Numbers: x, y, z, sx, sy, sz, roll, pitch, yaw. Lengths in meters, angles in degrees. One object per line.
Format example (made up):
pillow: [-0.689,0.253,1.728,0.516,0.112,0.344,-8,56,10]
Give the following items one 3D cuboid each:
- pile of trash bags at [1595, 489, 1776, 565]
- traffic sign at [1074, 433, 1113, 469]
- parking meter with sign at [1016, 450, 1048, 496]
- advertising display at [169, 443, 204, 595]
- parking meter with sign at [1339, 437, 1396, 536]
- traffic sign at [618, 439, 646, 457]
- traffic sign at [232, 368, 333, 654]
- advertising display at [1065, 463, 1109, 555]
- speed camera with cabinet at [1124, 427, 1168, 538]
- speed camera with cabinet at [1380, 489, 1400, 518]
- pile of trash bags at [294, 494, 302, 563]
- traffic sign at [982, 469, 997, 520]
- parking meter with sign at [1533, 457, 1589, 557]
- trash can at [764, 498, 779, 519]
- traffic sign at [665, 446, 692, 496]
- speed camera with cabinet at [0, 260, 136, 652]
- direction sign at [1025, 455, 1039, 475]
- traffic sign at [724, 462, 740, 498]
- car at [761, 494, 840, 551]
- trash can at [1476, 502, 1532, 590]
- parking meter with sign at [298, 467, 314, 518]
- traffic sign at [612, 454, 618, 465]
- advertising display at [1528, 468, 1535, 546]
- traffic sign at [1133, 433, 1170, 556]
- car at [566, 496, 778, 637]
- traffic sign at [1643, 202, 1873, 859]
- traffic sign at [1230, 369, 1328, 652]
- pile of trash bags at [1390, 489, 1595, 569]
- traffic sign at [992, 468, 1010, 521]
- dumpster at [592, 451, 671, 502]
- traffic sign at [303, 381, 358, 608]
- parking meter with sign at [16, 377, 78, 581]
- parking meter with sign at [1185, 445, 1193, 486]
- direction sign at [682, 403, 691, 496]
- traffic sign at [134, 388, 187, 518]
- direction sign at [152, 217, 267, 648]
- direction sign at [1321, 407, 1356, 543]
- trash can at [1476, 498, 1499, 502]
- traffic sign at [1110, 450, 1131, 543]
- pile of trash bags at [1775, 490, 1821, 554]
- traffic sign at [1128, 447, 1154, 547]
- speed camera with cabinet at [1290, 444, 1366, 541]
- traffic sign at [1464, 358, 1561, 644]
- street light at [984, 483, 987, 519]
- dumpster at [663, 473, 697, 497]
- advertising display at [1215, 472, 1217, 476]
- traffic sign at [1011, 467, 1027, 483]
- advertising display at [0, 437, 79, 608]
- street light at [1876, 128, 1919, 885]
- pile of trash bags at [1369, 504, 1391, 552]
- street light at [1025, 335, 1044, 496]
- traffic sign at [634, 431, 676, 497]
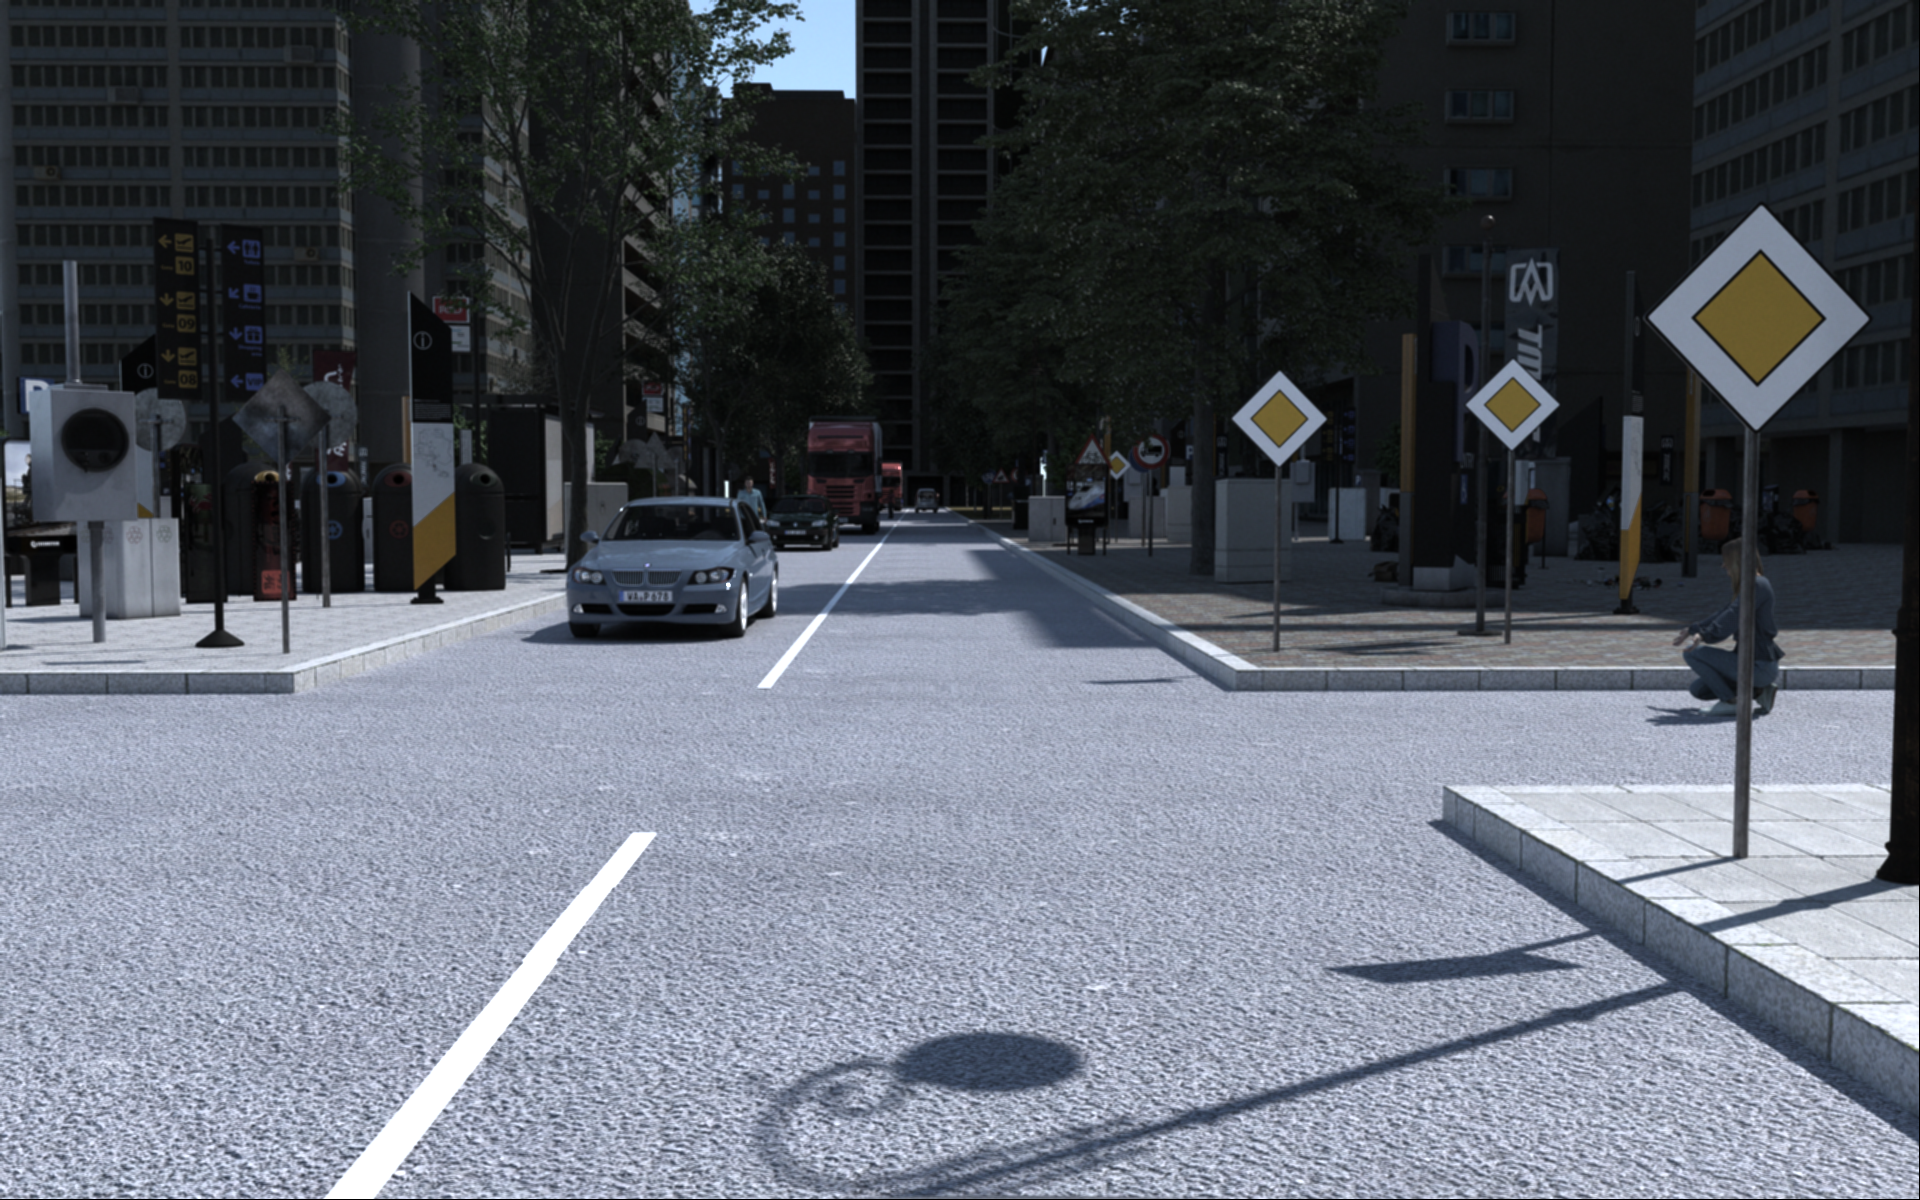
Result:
pile of trash bags: [13.231,-1.399,32.634,1.912,1.369,3.447,-1,4,-18]
traffic sign: [2.823,-2.264,37.026,0.884,2.594,0.081,0,4,4]
parking meter with sign: [2.854,-4.342,67.260,1.738,3.016,0.543,-3,5,-44]
advertising display: [-9.942,-1.046,22.322,0.123,1.923,0.974,0,4,-7]
parking meter with sign: [12.547,-3.484,53.219,1.738,3.016,0.543,-1,4,-19]
traffic sign: [-7.525,-2.444,40.069,0.768,2.556,0.104,0,4,2]
traffic sign: [-5.420,-0.626,13.877,0.795,2.450,0.064,0,4,-1]
advertising display: [2.663,-1.907,36.390,0.974,1.923,0.123,2,4,32]
speed camera with cabinet: [5.859,-3.465,50.995,2.038,3.252,0.660,1,4,9]
speed camera with cabinet: [14.203,-3.733,55.365,2.038,3.252,0.660,-2,4,-28]
pile of trash bags: [-13.173,-1.360,31.991,1.912,1.369,3.447,1,4,13]
traffic sign: [1.484,-5.315,87.008,0.768,2.556,0.104,0,4,2]
parking meter with sign: [12.168,-2.403,35.546,1.738,3.016,0.543,1,4,22]
trash can: [-7.141,-3.330,66.102,0.748,1.137,0.748,0,3,0]
traffic sign: [-7.547,-2.823,46.254,0.768,2.556,0.104,0,4,1]
speed camera with cabinet: [-7.892,-1.213,14.165,0.660,3.252,2.038,3,5,44]
direction sign: [3.422,-5.552,82.764,0.876,3.537,0.379,-2,4,-32]
traffic sign: [-9.179,-4.233,69.312,0.768,2.556,0.104,0,4,1]
car: [-4.097,-2.155,45.025,2.009,1.686,4.222,0,4,0]
trash can: [7.323,-0.718,23.393,0.748,1.137,0.748,0,3,0]
parking meter with sign: [-18.312,-3.238,49.196,1.738,3.016,0.543,0,4,5]
traffic sign: [-9.412,-2.948,48.205,0.884,2.594,0.081,0,4,8]
advertising display: [14.511,-2.313,43.038,0.974,1.923,0.123,-1,4,-15]
traffic sign: [3.931,-2.175,35.675,0.768,2.556,0.104,0,4,1]
car: [-3.017,-0.420,18.868,2.014,1.417,4.499,0,4,0]
traffic sign: [2.754,-0.147,6.054,0.795,2.450,0.064,0,4,-1]
traffic sign: [2.573,-0.636,14.037,0.795,2.450,0.064,0,4,-1]
pile of trash bags: [9.494,-1.308,31.137,1.912,1.369,3.447,-1,4,-14]
traffic sign: [1.973,-5.076,83.001,0.884,2.594,0.081,0,4,7]
dumpster: [-7.312,-2.207,38.571,1.502,2.255,1.985,0,4,-1]
traffic sign: [-7.163,-1.186,19.505,0.768,2.556,0.104,0,4,1]
parking meter with sign: [-13.144,-1.795,25.614,1.738,3.016,0.543,2,4,31]
parking meter with sign: [8.541,-3.923,60.406,0.543,3.016,1.738,-2,4,-33]
direction sign: [-6.860,-3.152,43.525,0.379,3.537,0.876,0,4,2]
traffic sign: [-9.642,-1.264,20.770,0.768,2.556,0.104,0,4,5]
direction sign: [-6.246,-1.377,14.511,0.876,3.537,0.379,-3,5,-40]
direction sign: [9.819,-3.244,45.031,0.876,3.537,0.379,0,4,7]
trash can: [17.783,-2.864,58.472,0.748,1.137,0.748,0,3,0]
traffic sign: [4.111,-2.711,45.509,0.795,2.450,0.064,0,4,6]
pile of trash bags: [17.416,-1.694,37.453,3.447,1.369,1.912,-2,4,-32]
traffic sign: [4.478,-2.574,42.189,0.768,2.556,0.104,0,4,2]
speed camera with cabinet: [10.093,-3.253,47.523,2.038,3.252,0.660,1,4,10]
traffic sign: [4.686,-0.830,14.759,0.795,2.450,0.064,0,4,8]
street light: [1.292,-7.056,88.147,0.468,5.910,1.993,0,4,-1]
dumpster: [-7.932,-2.549,47.431,1.264,1.857,1.865,0,4,-1]
advertising display: [7.190,-2.733,49.896,0.123,1.923,0.974,2,4,27]
traffic sign: [2.731,-4.891,80.067,0.768,2.556,0.104,0,4,7]
advertising display: [-10.539,-0.895,19.852,0.123,1.923,0.974,2,4,27]
street light: [3.153,-2.006,5.589,0.468,5.910,1.993,0,4,-1]
pile of trash bags: [10.964,-1.757,38.475,3.447,1.369,1.912,0,4,-6]
street light: [2.175,-4.759,50.591,0.468,5.910,1.993,0,4,-1]
traffic sign: [-6.301,-2.189,35.786,0.884,2.594,0.081,0,3,0]
